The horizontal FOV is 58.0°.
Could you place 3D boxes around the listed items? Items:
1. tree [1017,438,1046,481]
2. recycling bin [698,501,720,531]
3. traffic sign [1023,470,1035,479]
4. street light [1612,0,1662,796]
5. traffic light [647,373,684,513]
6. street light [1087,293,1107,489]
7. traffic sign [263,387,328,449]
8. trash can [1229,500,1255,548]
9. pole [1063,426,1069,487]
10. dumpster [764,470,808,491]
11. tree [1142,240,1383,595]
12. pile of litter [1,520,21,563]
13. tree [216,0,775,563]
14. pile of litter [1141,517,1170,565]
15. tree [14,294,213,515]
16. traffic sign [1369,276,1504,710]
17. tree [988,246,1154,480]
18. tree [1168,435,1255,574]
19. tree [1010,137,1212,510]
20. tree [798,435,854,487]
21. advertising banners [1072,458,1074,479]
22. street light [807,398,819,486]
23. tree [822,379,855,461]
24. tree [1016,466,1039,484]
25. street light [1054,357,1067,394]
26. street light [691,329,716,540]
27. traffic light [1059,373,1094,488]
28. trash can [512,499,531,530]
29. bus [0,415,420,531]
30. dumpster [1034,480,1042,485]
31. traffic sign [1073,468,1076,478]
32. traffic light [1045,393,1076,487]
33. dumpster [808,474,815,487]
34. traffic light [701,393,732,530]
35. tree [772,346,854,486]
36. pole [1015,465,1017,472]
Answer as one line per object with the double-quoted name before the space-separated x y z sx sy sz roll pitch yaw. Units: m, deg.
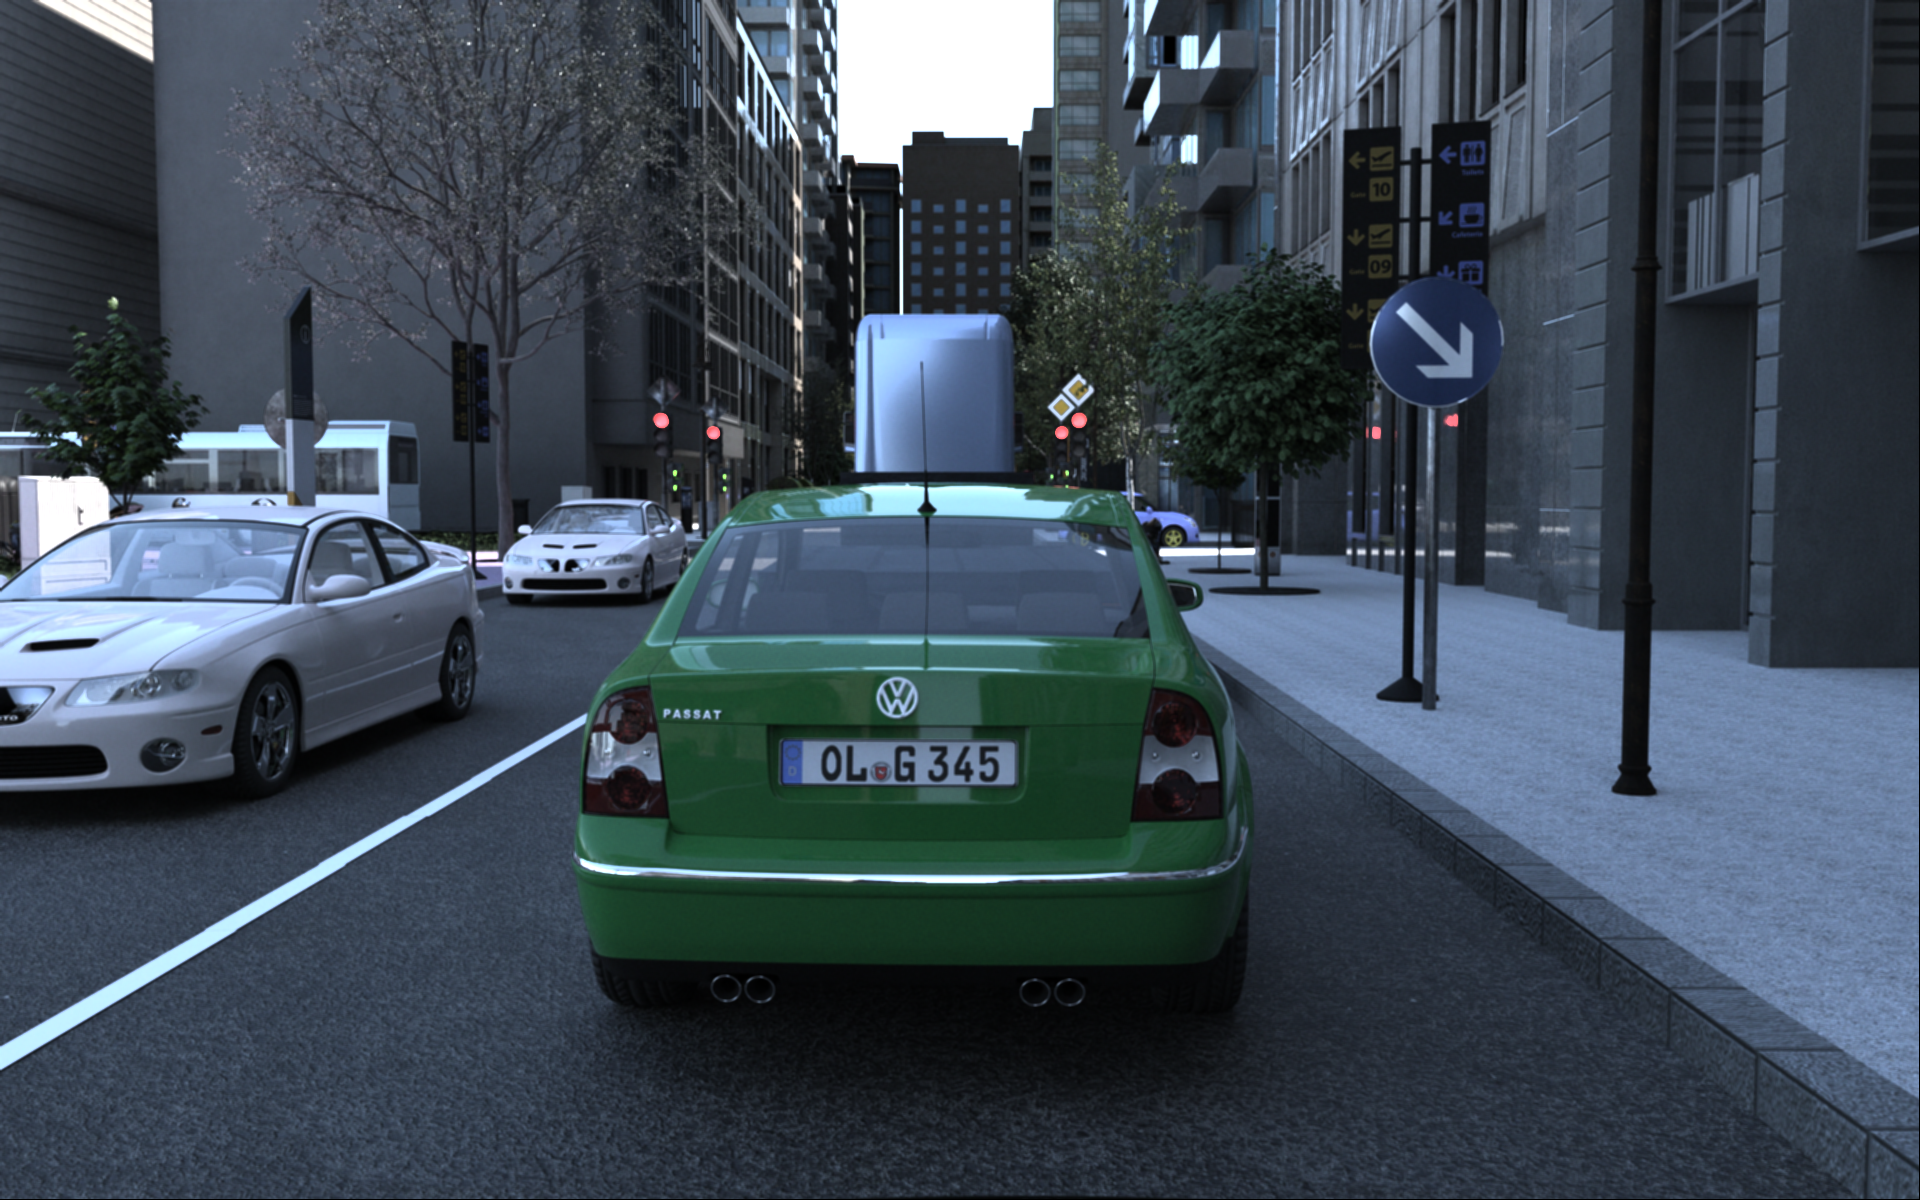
"tree" 4.128 -14.599 156.818 7.486 12.596 7.792 0 3 0
"recycling bin" -8.866 -2.971 61.136 0.722 1.027 0.722 0 4 -6
"traffic sign" 3.564 -5.581 91.353 0.768 2.556 0.104 0 4 3
"street light" 2.897 -2.109 7.266 0.468 5.910 1.993 0 4 0
"traffic light" -6.879 -3.147 40.379 0.839 4.253 0.868 0 4 0
"street light" 3.120 -4.107 39.944 0.468 5.910 1.993 0 4 0
"traffic sign" -7.789 -1.236 20.322 0.768 2.556 0.104 0 4 1
"trash can" 6.749 -1.802 41.119 0.748 1.137 0.748 0 3 0
"pole" 3.191 -3.567 52.172 0.158 3.312 0.155 0 3 0
"dumpster" -7.105 -4.132 70.045 1.502 2.255 1.985 0 4 0
"tree" 4.060 -2.376 22.567 4.285 4.588 4.351 0 3 0
"pile of litter" -16.501 -1.029 30.783 1.719 0.858 1.176 -3 4 -38
"tree" -8.708 -7.459 32.319 12.009 13.543 11.850 0 3 0
"pile of litter" 3.282 -1.098 31.921 1.176 0.858 1.719 0 4 7
"tree" -8.322 -1.366 16.932 1.663 3.219 1.824 0 3 0
"traffic sign" 2.795 -0.620 10.242 0.768 2.556 0.104 0 4 7
"tree" 4.341 -9.980 80.175 9.611 12.733 9.660 0 3 0
"tree" 4.214 -2.067 28.398 1.663 3.219 1.824 0 3 0
"tree" 3.475 -5.219 35.691 4.737 8.622 4.395 0 3 0
"tree" -7.365 -6.912 96.717 4.285 4.588 4.351 0 3 0
"advertising banners" 3.947 -4.049 62.394 0.090 3.025 2.074 1 4 13
"street light" -6.942 -6.684 82.078 0.468 5.910 1.993 0 4 0
"tree" -7.192 -9.871 111.757 4.737 8.622 4.395 0 3 0
"tree" 4.031 -6.745 104.889 1.663 3.219 1.824 0 3 0
"street light" 3.350 -5.152 57.027 0.468 5.910 1.993 0 4 0
"street light" -7.180 -4.637 48.610 0.468 5.910 1.993 0 4 0
"traffic light" 2.732 -3.143 40.312 0.839 4.253 0.868 0 4 0
"trash can" -12.488 -2.276 48.858 0.748 1.137 0.748 0 3 0
"bus" -20.814 -3.022 44.275 13.247 3.499 2.948 0 3 0
"dumpster" 3.673 -5.572 93.598 1.502 2.255 1.985 0 4 1
"traffic sign" 3.721 -3.584 59.782 0.795 2.450 0.064 0 4 7
"traffic light" 2.801 -3.632 48.297 0.839 4.253 0.868 0 4 0
"dumpster" -7.067 -4.464 75.482 1.502 2.255 1.985 0 4 1
"traffic light" -6.810 -3.636 48.363 0.839 4.253 0.868 0 4 0
"tree" -7.474 -8.334 86.630 4.360 8.622 3.978 0 3 0
"pole" 3.495 -7.027 108.742 0.158 3.312 0.155 0 3 0
